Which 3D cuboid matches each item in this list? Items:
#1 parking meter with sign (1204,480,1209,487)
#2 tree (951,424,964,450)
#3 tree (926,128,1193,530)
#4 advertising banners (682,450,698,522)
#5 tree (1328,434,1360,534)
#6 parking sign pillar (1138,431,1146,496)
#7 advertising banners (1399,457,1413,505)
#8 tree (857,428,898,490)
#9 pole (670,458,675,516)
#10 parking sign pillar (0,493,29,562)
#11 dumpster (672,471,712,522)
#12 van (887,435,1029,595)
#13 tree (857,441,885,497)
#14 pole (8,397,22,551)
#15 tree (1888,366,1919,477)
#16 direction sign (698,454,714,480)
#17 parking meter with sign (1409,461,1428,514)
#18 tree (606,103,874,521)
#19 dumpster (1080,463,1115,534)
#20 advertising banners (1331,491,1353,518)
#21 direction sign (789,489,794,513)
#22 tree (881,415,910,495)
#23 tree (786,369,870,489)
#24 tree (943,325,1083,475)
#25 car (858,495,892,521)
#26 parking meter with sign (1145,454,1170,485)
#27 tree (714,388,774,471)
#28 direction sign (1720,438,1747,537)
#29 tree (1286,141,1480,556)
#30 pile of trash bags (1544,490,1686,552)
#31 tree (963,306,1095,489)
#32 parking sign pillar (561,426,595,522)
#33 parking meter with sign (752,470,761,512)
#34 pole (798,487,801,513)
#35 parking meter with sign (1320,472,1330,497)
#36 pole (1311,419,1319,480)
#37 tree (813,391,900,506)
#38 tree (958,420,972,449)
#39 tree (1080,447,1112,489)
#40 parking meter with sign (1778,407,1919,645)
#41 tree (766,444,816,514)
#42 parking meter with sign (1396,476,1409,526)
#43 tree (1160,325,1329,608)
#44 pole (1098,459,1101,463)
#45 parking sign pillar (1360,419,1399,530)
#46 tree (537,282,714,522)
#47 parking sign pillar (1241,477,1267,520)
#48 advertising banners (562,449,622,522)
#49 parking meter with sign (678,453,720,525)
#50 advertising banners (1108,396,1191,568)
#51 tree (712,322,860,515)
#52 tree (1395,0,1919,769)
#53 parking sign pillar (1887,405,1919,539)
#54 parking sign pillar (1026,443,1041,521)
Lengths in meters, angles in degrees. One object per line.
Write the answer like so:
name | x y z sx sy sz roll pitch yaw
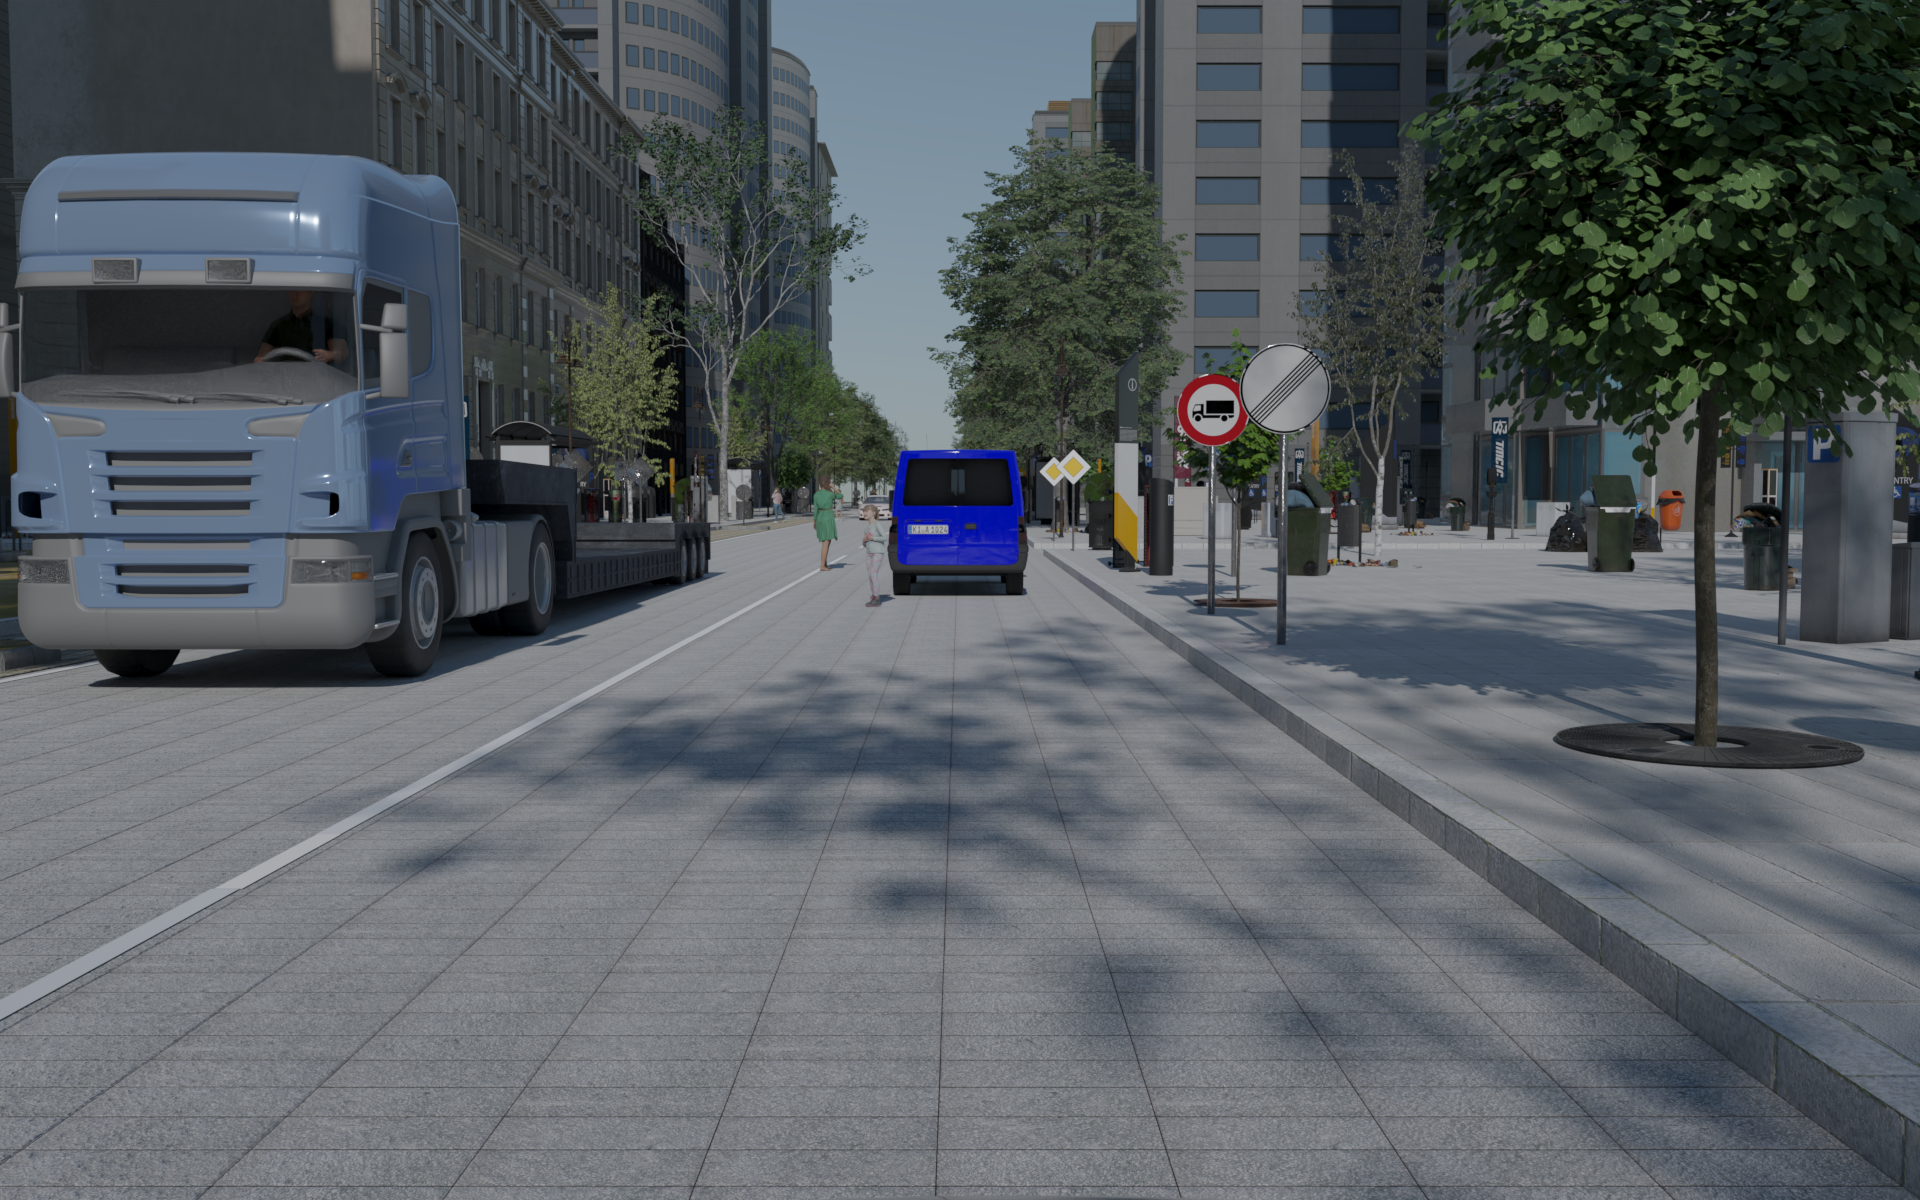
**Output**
parking meter with sign | 12.577 -5.581 87.507 0.543 3.016 1.738 1 4 18
tree | 4.139 -16.924 187.084 12.009 13.543 11.850 0 3 0
tree | 3.699 -9.491 61.832 9.857 13.997 8.962 0 3 0
advertising banners | -10.681 -4.433 68.660 0.090 3.025 2.074 0 4 8
tree | 11.794 -3.735 55.662 1.663 3.219 1.824 0 3 0
parking sign pillar | 7.023 -5.051 71.064 1.447 3.967 1.447 -3 4 -38
advertising banners | 21.116 -5.251 82.050 0.090 3.025 2.074 2 4 32
tree | -11.356 -17.488 220.339 7.601 10.594 8.767 -3 5 -42
pole | -16.828 -6.559 101.078 0.158 3.312 0.155 0 3 0
parking sign pillar | -18.561 -2.717 32.891 1.447 3.967 1.447 -2 4 -35
dumpster | -11.491 -4.387 74.223 1.502 2.255 1.985 0 4 0
van | -0.024 -1.332 26.169 2.240 2.365 5.245 0 3 0
tree | -10.941 -15.163 198.281 4.360 8.622 3.978 0 3 0
pole | -19.153 -2.524 35.105 0.158 3.312 0.155 0 3 0
tree | 19.793 -5.128 34.208 4.737 8.622 4.395 0 3 0
direction sign | -14.399 -6.499 98.252 0.876 3.537 0.379 -1 4 -19
parking meter with sign | 23.928 -5.856 92.004 1.738 3.016 0.543 1 4 15
tree | -10.201 -13.845 82.256 12.611 20.169 13.585 0 3 0
dumpster | 4.651 -3.242 55.495 1.502 2.255 1.985 0 3 0
advertising banners | 18.750 -5.569 87.242 2.074 3.025 0.090 0 4 3
direction sign | -11.408 -7.635 116.825 0.379 3.537 0.876 -2 4 -32
tree | -11.668 -21.774 266.376 12.009 13.543 11.850 0 3 0
tree | -11.882 -14.554 156.088 7.486 12.596 7.792 0 3 0
tree | 3.696 -11.946 112.318 9.611 12.733 9.660 0 3 0
car | -4.501 -5.072 95.286 2.083 1.381 4.827 0 4 2
parking meter with sign | 8.710 -4.828 75.199 0.543 3.016 1.738 -3 4 -39
tree | -15.023 -10.254 118.007 4.737 8.622 4.395 0 3 0
direction sign | 22.982 -3.640 51.507 0.379 3.537 0.876 -2 4 -26
tree | 8.711 -5.231 35.885 4.360 8.622 3.978 0 3 0
pile of trash bags | 14.874 -1.769 38.682 3.447 1.369 1.912 -2 4 -28
tree | 3.725 -10.153 91.752 9.928 11.665 9.643 0 3 0
parking sign pillar | -15.065 -4.877 68.212 1.447 3.967 1.447 1 4 19
parking meter with sign | -14.801 -7.635 121.098 1.738 3.016 0.543 1 4 12
pole | -11.158 -7.740 120.384 0.158 3.312 0.155 0 3 0
parking meter with sign | 14.709 -4.615 71.712 0.543 3.016 1.738 -2 4 -30
pole | 9.595 -3.244 46.875 0.158 3.312 0.155 0 3 0
tree | -11.167 -16.498 186.741 9.611 12.733 9.660 0 3 0
tree | 3.437 -19.643 239.295 7.486 12.596 7.792 0 3 0
tree | 7.971 -7.418 104.999 4.285 4.588 4.351 0 3 0
parking meter with sign | 7.731 -1.146 14.994 1.738 3.016 0.543 -2 4 -26
tree | -11.058 -7.926 113.306 4.285 4.588 4.351 0 3 0
parking meter with sign | 17.122 -4.418 68.488 0.543 3.016 1.738 2 4 31
tree | 3.092 -1.553 19.998 1.663 3.219 1.824 0 3 0
pole | 7.919 -6.382 98.184 0.158 3.312 0.155 0 3 0
parking sign pillar | 15.122 -4.530 62.538 1.447 3.967 1.447 -3 5 -44
tree | -11.424 -6.682 59.607 4.737 8.622 4.395 0 3 0
parking sign pillar | 14.604 -5.963 85.963 1.447 3.967 1.447 -3 5 -40
advertising banners | -11.563 -3.567 54.503 2.074 3.025 0.090 -2 4 -29
parking meter with sign | -10.966 -4.682 72.810 1.738 3.016 0.543 0 4 -1
advertising banners | 3.404 -2.099 30.506 2.074 3.025 0.090 -3 4 -38
tree | -11.262 -10.995 105.530 9.928 11.665 9.643 0 3 0
tree | 3.838 -1.528 8.697 4.285 4.588 4.351 0 3 0
parking sign pillar | 27.048 -3.752 49.819 1.447 3.967 1.447 -2 4 -30
parking sign pillar | 3.483 -5.815 83.550 1.447 3.967 1.447 0 4 -7
